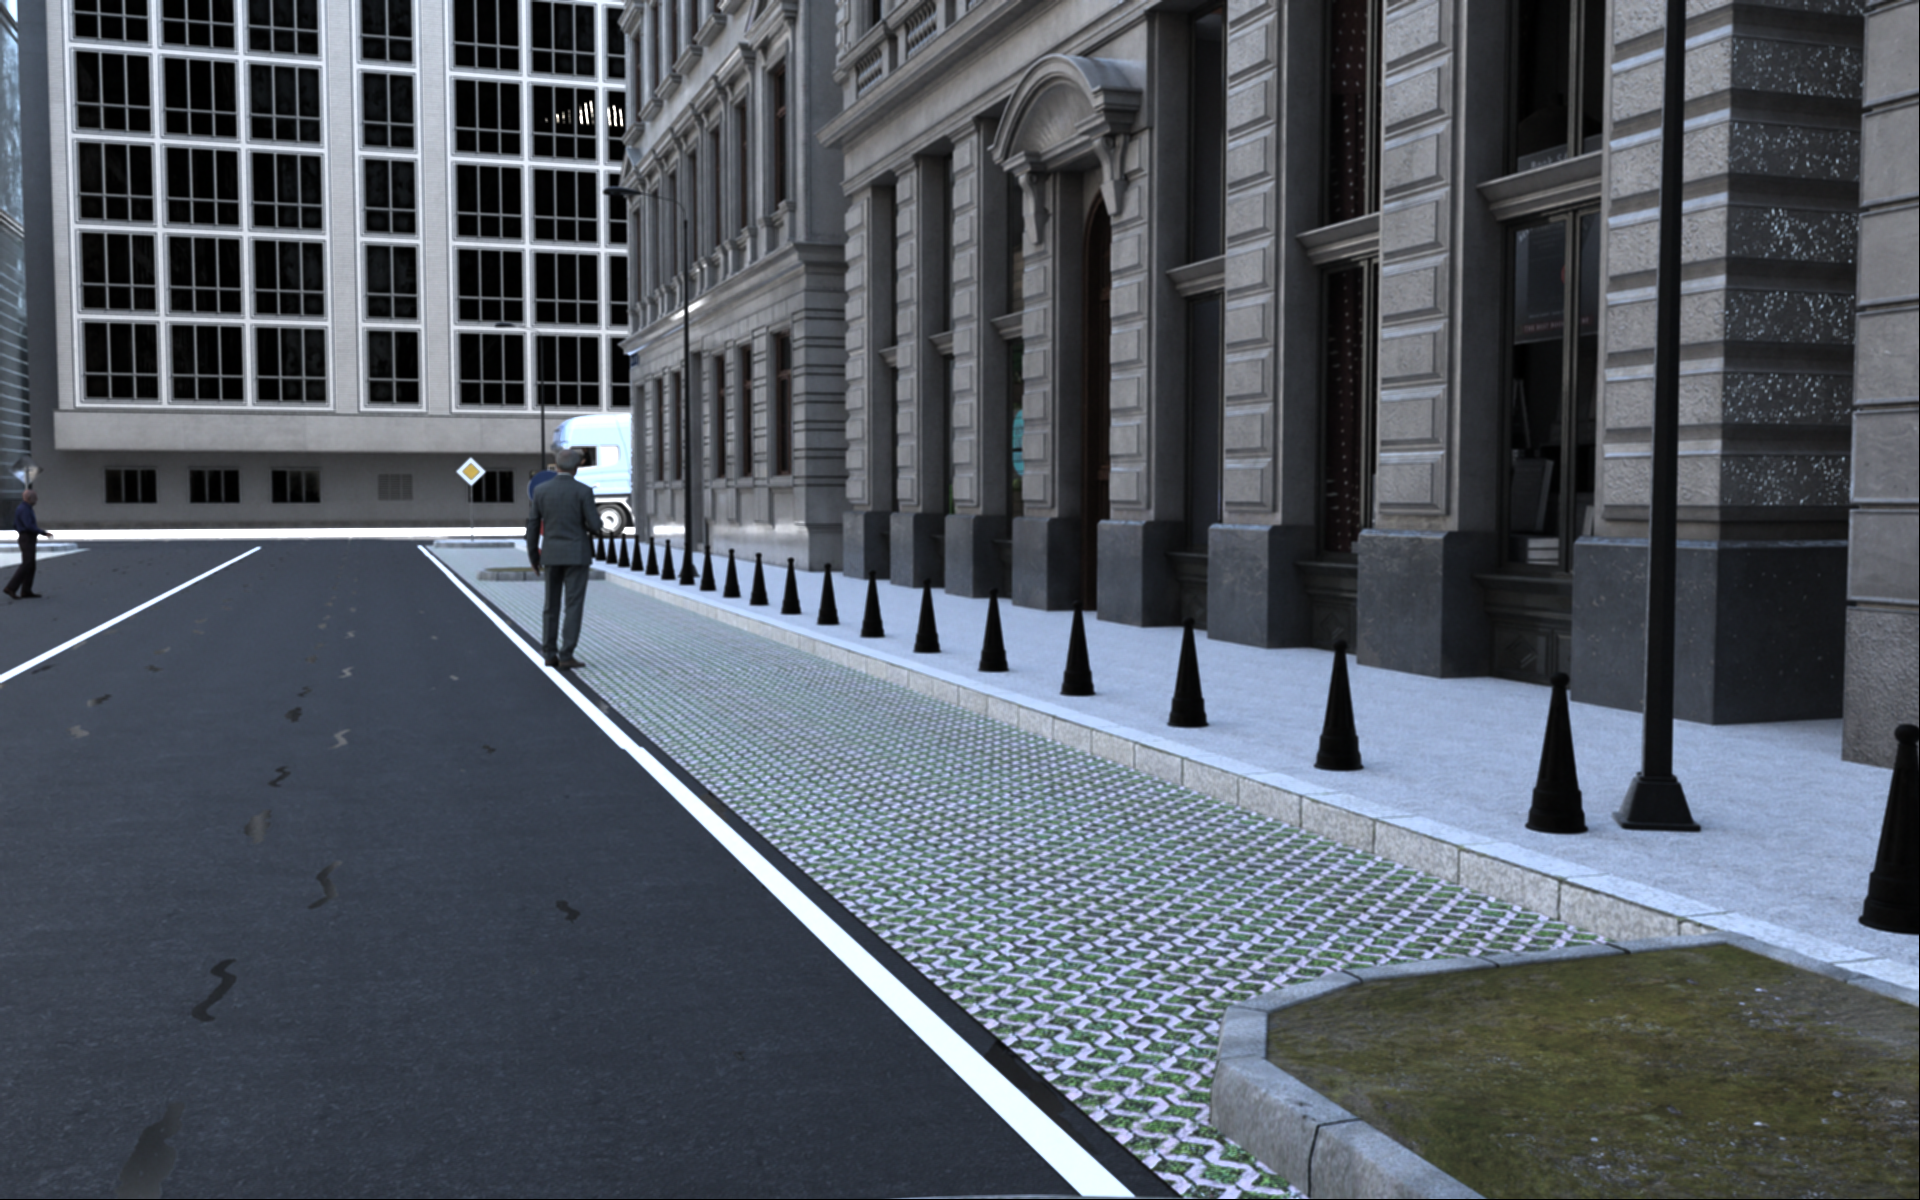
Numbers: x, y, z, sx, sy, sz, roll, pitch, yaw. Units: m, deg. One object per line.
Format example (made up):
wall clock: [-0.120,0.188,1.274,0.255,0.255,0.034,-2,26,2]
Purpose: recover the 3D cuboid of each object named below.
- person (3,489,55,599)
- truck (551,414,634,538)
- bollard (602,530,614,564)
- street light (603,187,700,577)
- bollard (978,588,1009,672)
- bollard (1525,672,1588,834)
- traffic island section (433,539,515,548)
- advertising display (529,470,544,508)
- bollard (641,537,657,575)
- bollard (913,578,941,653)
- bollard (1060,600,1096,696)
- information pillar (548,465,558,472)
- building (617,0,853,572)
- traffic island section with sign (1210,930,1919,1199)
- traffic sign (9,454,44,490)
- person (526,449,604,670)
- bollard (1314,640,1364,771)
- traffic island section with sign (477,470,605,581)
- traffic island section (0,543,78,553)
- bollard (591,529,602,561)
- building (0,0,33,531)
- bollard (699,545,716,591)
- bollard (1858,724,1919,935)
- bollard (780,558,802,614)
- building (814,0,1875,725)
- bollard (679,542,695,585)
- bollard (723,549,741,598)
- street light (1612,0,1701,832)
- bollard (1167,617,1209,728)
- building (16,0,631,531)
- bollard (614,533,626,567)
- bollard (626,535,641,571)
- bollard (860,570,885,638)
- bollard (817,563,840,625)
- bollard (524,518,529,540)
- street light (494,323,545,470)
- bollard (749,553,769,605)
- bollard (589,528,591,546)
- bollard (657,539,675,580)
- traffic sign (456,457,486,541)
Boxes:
person: [-12.782,-0.774,23.843,0.600,1.496,0.574,-1,4,-9]
truck: [-4.984,-4.230,58.924,18.799,4.110,2.967,-1,4,-19]
bollard: [-6.427,-0.974,31.960,0.229,0.601,0.229,0,3,0]
street light: [-4.718,-3.300,26.500,1.470,5.913,1.316,-1,4,-19]
bollard: [0.244,0.212,12.574,0.229,0.601,0.229,0,3,0]
bollard: [2.289,0.576,6.629,0.229,0.601,0.229,0,3,0]
traffic island section: [-13.215,-1.512,47.007,2.009,0.180,2.903,-1,4,-19]
advertising display: [-11.138,-2.509,46.232,0.974,1.923,0.123,3,5,40]
bollard: [-4.888,-0.700,27.492,0.229,0.601,0.229,0,3,0]
bollard: [-0.267,0.121,14.059,0.229,0.601,0.229,0,3,0]
bollard: [0.755,0.303,11.089,0.229,0.601,0.229,0,3,0]
information pillar: [-10.110,-2.383,43.457,0.304,2.012,0.304,2,4,32]
building: [-0.964,-12.383,38.615,11.583,22.565,21.152,-1,4,-19]
traffic island section with sign: [1.643,0.297,3.779,1.989,1.847,2.006,-1,4,-19]
traffic sign: [-23.403,-2.435,43.459,0.795,2.450,0.064,-1,4,-19]
person: [-3.233,-0.345,14.322,0.661,1.801,0.590,1,4,9]
bollard: [1.778,0.485,8.114,0.229,0.601,0.229,0,3,0]
traffic island section with sign: [-7.129,-1.263,29.272,1.989,1.847,2.006,-1,4,-19]
traffic island section: [-23.423,-1.299,43.513,2.009,0.180,2.903,-1,4,-19]
bollard: [-6.936,-1.065,33.448,0.229,0.601,0.229,0,3,0]
building: [-45.769,-15.973,58.421,25.104,27.353,12.463,-1,4,-19]
bollard: [-3.354,-0.427,23.028,0.229,0.601,0.229,0,3,0]
bollard: [2.801,0.667,5.134,0.229,0.601,0.229,0,3,0]
bollard: [-1.810,-0.153,18.546,0.229,0.601,0.229,0,3,0]
building: [5.701,-11.638,19.159,11.050,23.489,19.941,-1,4,-19]
bollard: [-3.864,-0.518,24.514,0.229,0.601,0.229,0,3,0]
bollard: [-2.837,-0.335,21.527,0.229,0.601,0.229,0,3,0]
street light: [2.188,-2.070,6.382,1.470,5.913,1.316,-1,4,-19]
bollard: [1.266,0.394,9.603,0.229,0.601,0.229,0,3,0]
building: [-22.471,-16.780,67.867,24.014,27.812,14.314,-1,4,-19]
bollard: [-5.915,-0.883,30.475,0.229,0.601,0.229,0,3,0]
bollard: [-5.405,-0.791,28.981,0.229,0.601,0.229,0,3,0]
bollard: [-0.786,0.029,15.563,0.229,0.601,0.229,0,3,0]
bollard: [-1.301,-0.062,17.060,0.229,0.601,0.229,0,3,0]
bollard: [-12.067,-1.977,48.358,0.229,0.601,0.229,0,3,0]
street light: [-11.943,-4.572,47.298,1.470,5.913,1.316,-1,4,-19]
bollard: [-2.327,-0.245,20.041,0.229,0.601,0.229,0,3,0]
bollard: [-7.449,-1.155,34.933,0.229,0.601,0.229,0,3,0]
bollard: [-4.382,-0.609,26.005,0.229,0.601,0.229,0,3,0]
traffic sign: [-13.235,-2.647,46.923,0.795,2.450,0.064,-1,4,-19]
